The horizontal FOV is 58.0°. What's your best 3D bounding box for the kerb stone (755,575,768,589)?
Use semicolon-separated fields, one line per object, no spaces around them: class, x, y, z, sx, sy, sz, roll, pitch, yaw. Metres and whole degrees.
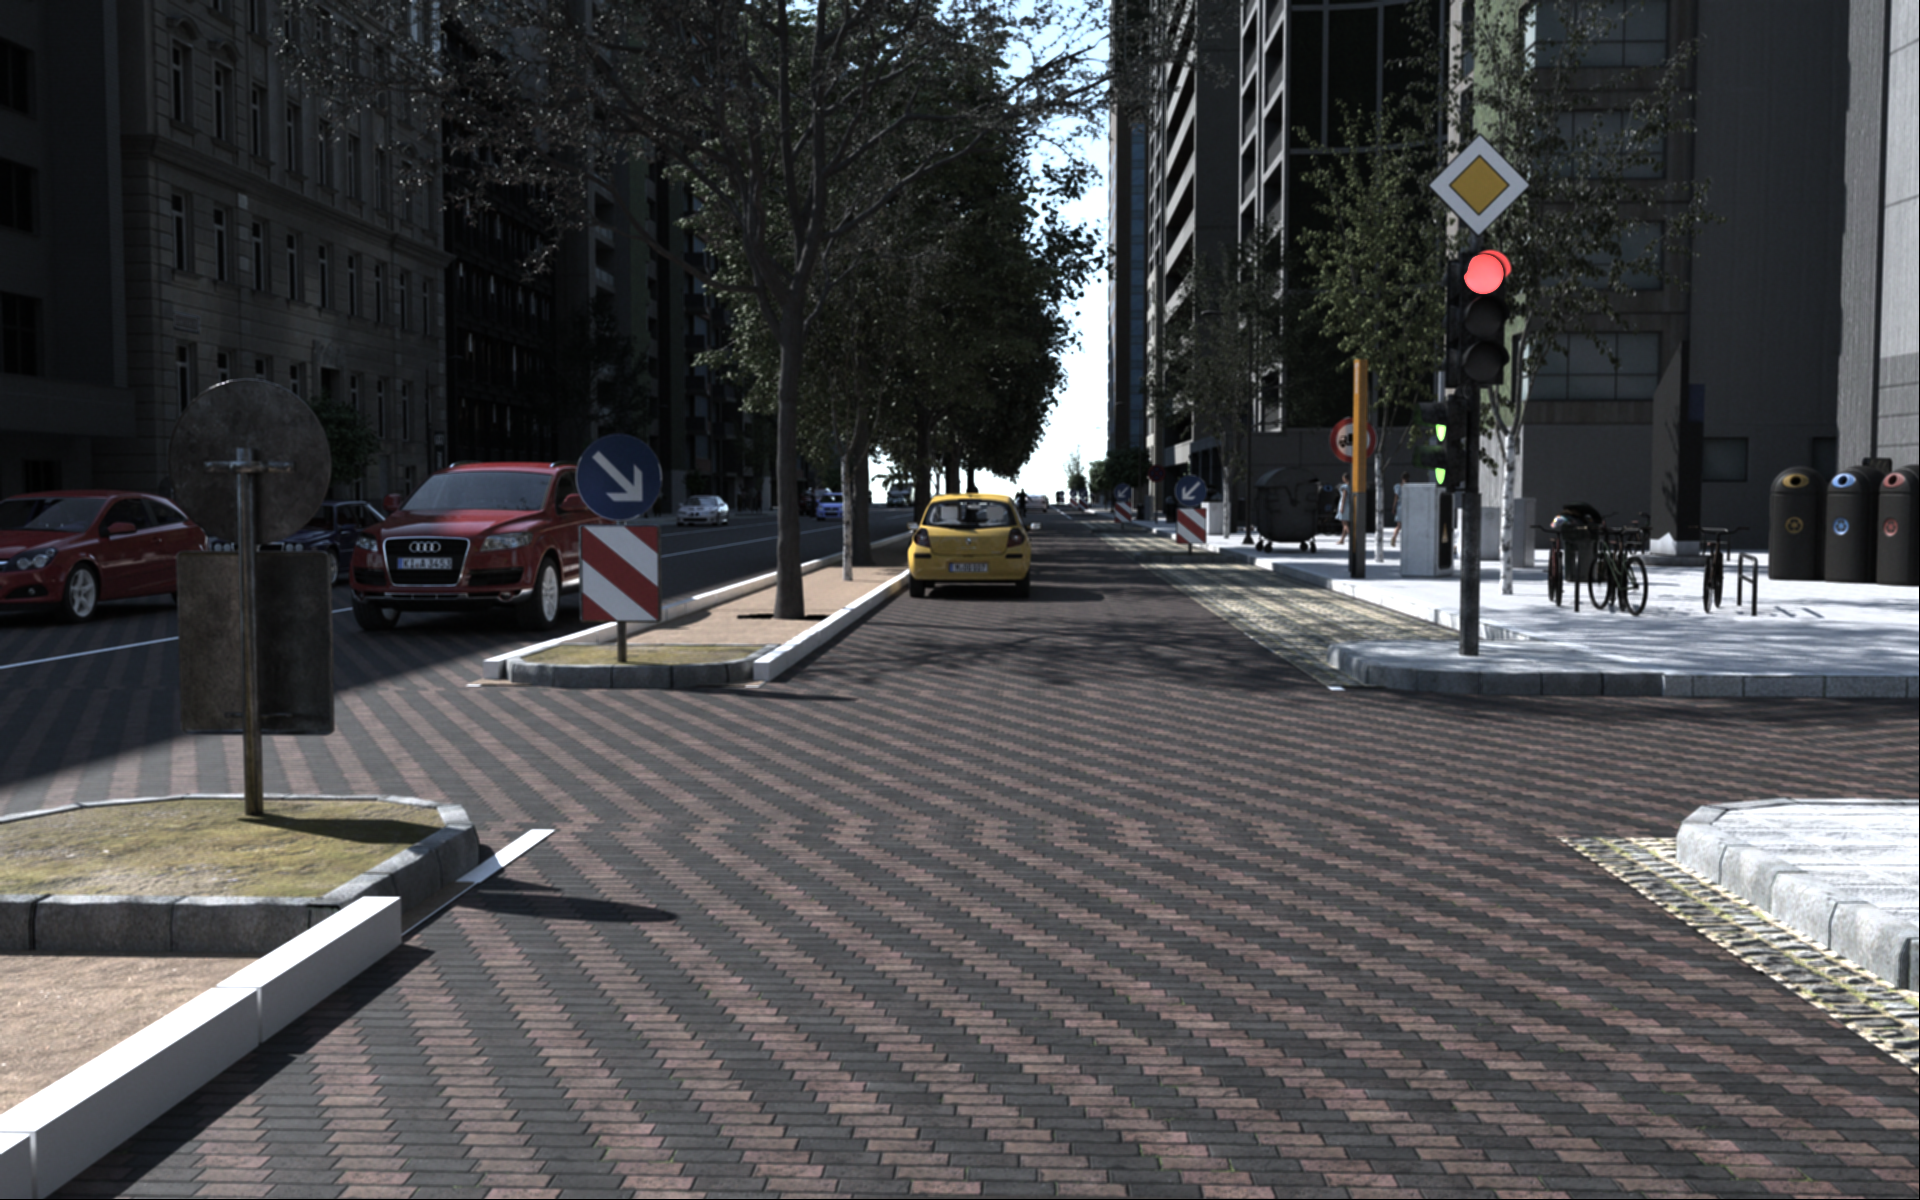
kerb stone;-3.074;-0.239;26.102;0.120;0.150;1.000;0;4;2

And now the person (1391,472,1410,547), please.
person;10.748;-2.184;41.840;0.778;1.811;0.616;-3;5;-44

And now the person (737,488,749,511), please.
person;-16.504;-7.676;132.260;1.217;1.736;0.721;-2;4;-32

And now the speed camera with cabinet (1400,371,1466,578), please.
speed camera with cabinet;7.543;-2.013;27.256;0.660;3.252;2.038;2;4;32

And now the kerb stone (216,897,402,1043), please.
kerb stone;-1.860;1.051;5.018;0.120;0.150;1.000;0;4;2

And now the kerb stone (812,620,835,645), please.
kerb stone;-1.358;0.331;16.785;0.120;0.150;1.000;0;4;2

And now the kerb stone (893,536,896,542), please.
kerb stone;-2.043;-1.744;50.706;0.120;0.150;1.000;0;4;2

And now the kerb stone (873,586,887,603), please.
kerb stone;-1.105;-0.044;22.929;0.120;0.150;1.000;0;4;2

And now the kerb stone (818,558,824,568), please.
kerb stone;-2.774;-0.678;33.283;0.120;0.150;1.000;0;4;2

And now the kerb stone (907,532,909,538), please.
kerb stone;-1.825;-2.056;55.815;0.120;0.150;1.000;0;4;2

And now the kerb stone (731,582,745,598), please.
kerb stone;-3.162;-0.114;24.057;0.120;0.150;1.000;0;4;2

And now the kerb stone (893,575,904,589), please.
kerb stone;-0.972;-0.233;26.012;0.120;0.150;1.000;0;4;2

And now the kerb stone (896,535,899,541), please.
kerb stone;-2.002;-1.806;51.731;0.120;0.150;1.000;0;4;2

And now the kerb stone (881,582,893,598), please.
kerb stone;-1.064;-0.108;23.954;0.120;0.150;1.000;0;4;2

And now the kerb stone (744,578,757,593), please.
kerb stone;-3.117;-0.176;25.081;0.120;0.150;1.000;0;4;2

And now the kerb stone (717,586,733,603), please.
kerb stone;-3.205;-0.050;23.036;0.120;0.150;1.000;0;4;2

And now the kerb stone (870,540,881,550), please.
kerb stone;-2.252;-1.431;45.588;0.120;0.150;1.000;0;4;2

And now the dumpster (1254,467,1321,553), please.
dumpster;7.229;-1.986;38.234;1.264;1.857;1.865;0;4;2

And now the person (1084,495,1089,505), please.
person;15.362;-12.198;208.746;1.065;1.426;0.557;3;5;42

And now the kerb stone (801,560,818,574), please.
kerb stone;-2.820;-0.615;32.259;0.120;0.150;1.000;0;4;2

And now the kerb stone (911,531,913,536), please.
kerb stone;-1.739;-2.182;57.873;0.120;0.150;1.000;0;4;2

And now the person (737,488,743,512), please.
person;-16.002;-7.310;126.284;0.721;1.736;1.217;0;4;4

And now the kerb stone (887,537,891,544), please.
kerb stone;-2.123;-1.619;48.661;0.120;0.150;1.000;0;4;2

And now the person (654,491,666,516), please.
person;-17.384;-5.659;99.302;1.217;1.736;0.721;-3;4;-36

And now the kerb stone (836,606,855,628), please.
kerb stone;-1.278;0.205;18.839;0.120;0.150;1.000;0;4;2

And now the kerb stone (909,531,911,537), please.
kerb stone;-1.774;-2.113;56.841;0.120;0.150;1.000;0;4;2

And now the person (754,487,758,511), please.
person;-15.827;-7.844;134.392;0.705;1.812;1.348;-1;4;-23

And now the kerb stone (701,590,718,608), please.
kerb stone;-3.252;0.012;22.002;0.120;0.150;1.000;0;4;2

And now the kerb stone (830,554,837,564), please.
kerb stone;-2.681;-0.804;35.347;0.120;0.150;1.000;0;4;2

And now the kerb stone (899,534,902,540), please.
kerb stone;-1.956;-1.869;52.752;0.120;0.150;1.000;0;4;2

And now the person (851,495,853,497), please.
person;-7.139;-6.661;118.129;1.217;1.735;0.721;1;4;11

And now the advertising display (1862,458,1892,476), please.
advertising display;16.346;-1.572;30.912;0.974;1.923;0.123;-3;5;-40

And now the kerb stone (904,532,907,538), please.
kerb stone;-1.868;-1.994;54.794;0.120;0.150;1.000;0;4;2

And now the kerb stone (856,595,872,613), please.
kerb stone;-1.193;0.080;20.887;0.120;0.150;1.000;0;4;2

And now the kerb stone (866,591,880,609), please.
kerb stone;-1.145;0.018;21.908;0.120;0.150;1.000;0;4;2

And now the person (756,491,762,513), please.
person;-13.931;-6.703;119.566;0.593;1.643;0.415;1;4;14

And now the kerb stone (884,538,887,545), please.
kerb stone;-2.167;-1.553;47.640;0.120;0.150;1.000;0;4;2

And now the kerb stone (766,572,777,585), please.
kerb stone;-3.038;-0.303;27.142;0.120;0.150;1.000;0;4;2

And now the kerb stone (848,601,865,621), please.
kerb stone;-1.233;0.143;19.866;0.120;0.150;1.000;0;4;2

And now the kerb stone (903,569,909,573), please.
kerb stone;-0.889;-0.358;28.061;0.120;0.150;1.000;0;4;2

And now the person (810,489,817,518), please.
person;-8.897;-5.860;105.109;0.445;1.727;0.742;0;4;-3

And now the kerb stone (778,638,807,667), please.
kerb stone;-1.451;0.458;14.738;0.120;0.150;1.000;0;4;2

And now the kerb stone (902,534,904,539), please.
kerb stone;-1.909;-1.931;53.773;0.120;0.150;1.000;0;4;2

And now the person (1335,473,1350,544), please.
person;9.835;-2.306;43.833;0.616;1.811;0.778;-2;4;-29

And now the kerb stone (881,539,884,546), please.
kerb stone;-2.207;-1.494;46.617;0.120;0.150;1.000;0;4;2

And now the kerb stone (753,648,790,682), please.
kerb stone;-1.497;0.519;13.717;0.120;0.150;1.000;0;4;2

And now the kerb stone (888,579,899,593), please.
kerb stone;-1.021;-0.170;24.981;0.120;0.150;1.000;0;4;2

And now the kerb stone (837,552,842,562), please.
kerb stone;-2.643;-0.867;36.368;0.120;0.150;1.000;0;4;2

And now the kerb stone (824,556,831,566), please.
kerb stone;-2.728;-0.737;34.311;0.120;0.150;1.000;0;4;2

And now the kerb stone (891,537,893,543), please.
kerb stone;-2.082;-1.680;49.682;0.120;0.150;1.000;0;4;2

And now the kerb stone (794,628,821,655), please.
kerb stone;-1.409;0.393;15.765;0.120;0.150;1.000;0;4;2

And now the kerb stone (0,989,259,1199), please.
kerb stone;-1.902;1.114;3.997;0.120;0.150;1.000;0;4;2

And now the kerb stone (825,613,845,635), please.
kerb stone;-1.319;0.268;17.818;0.120;0.150;1.000;0;4;2

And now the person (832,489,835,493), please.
person;-10.169;-8.056;139.852;0.705;1.869;1.348;-3;5;-44

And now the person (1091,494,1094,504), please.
person;17.023;-13.097;223.418;0.421;1.427;0.697;-3;5;-41

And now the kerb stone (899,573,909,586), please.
kerb stone;-0.930;-0.291;27.033;0.120;0.150;1.000;0;4;2

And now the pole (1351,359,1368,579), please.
pole;6.065;-1.985;26.300;0.158;3.312;0.155;0;3;0
